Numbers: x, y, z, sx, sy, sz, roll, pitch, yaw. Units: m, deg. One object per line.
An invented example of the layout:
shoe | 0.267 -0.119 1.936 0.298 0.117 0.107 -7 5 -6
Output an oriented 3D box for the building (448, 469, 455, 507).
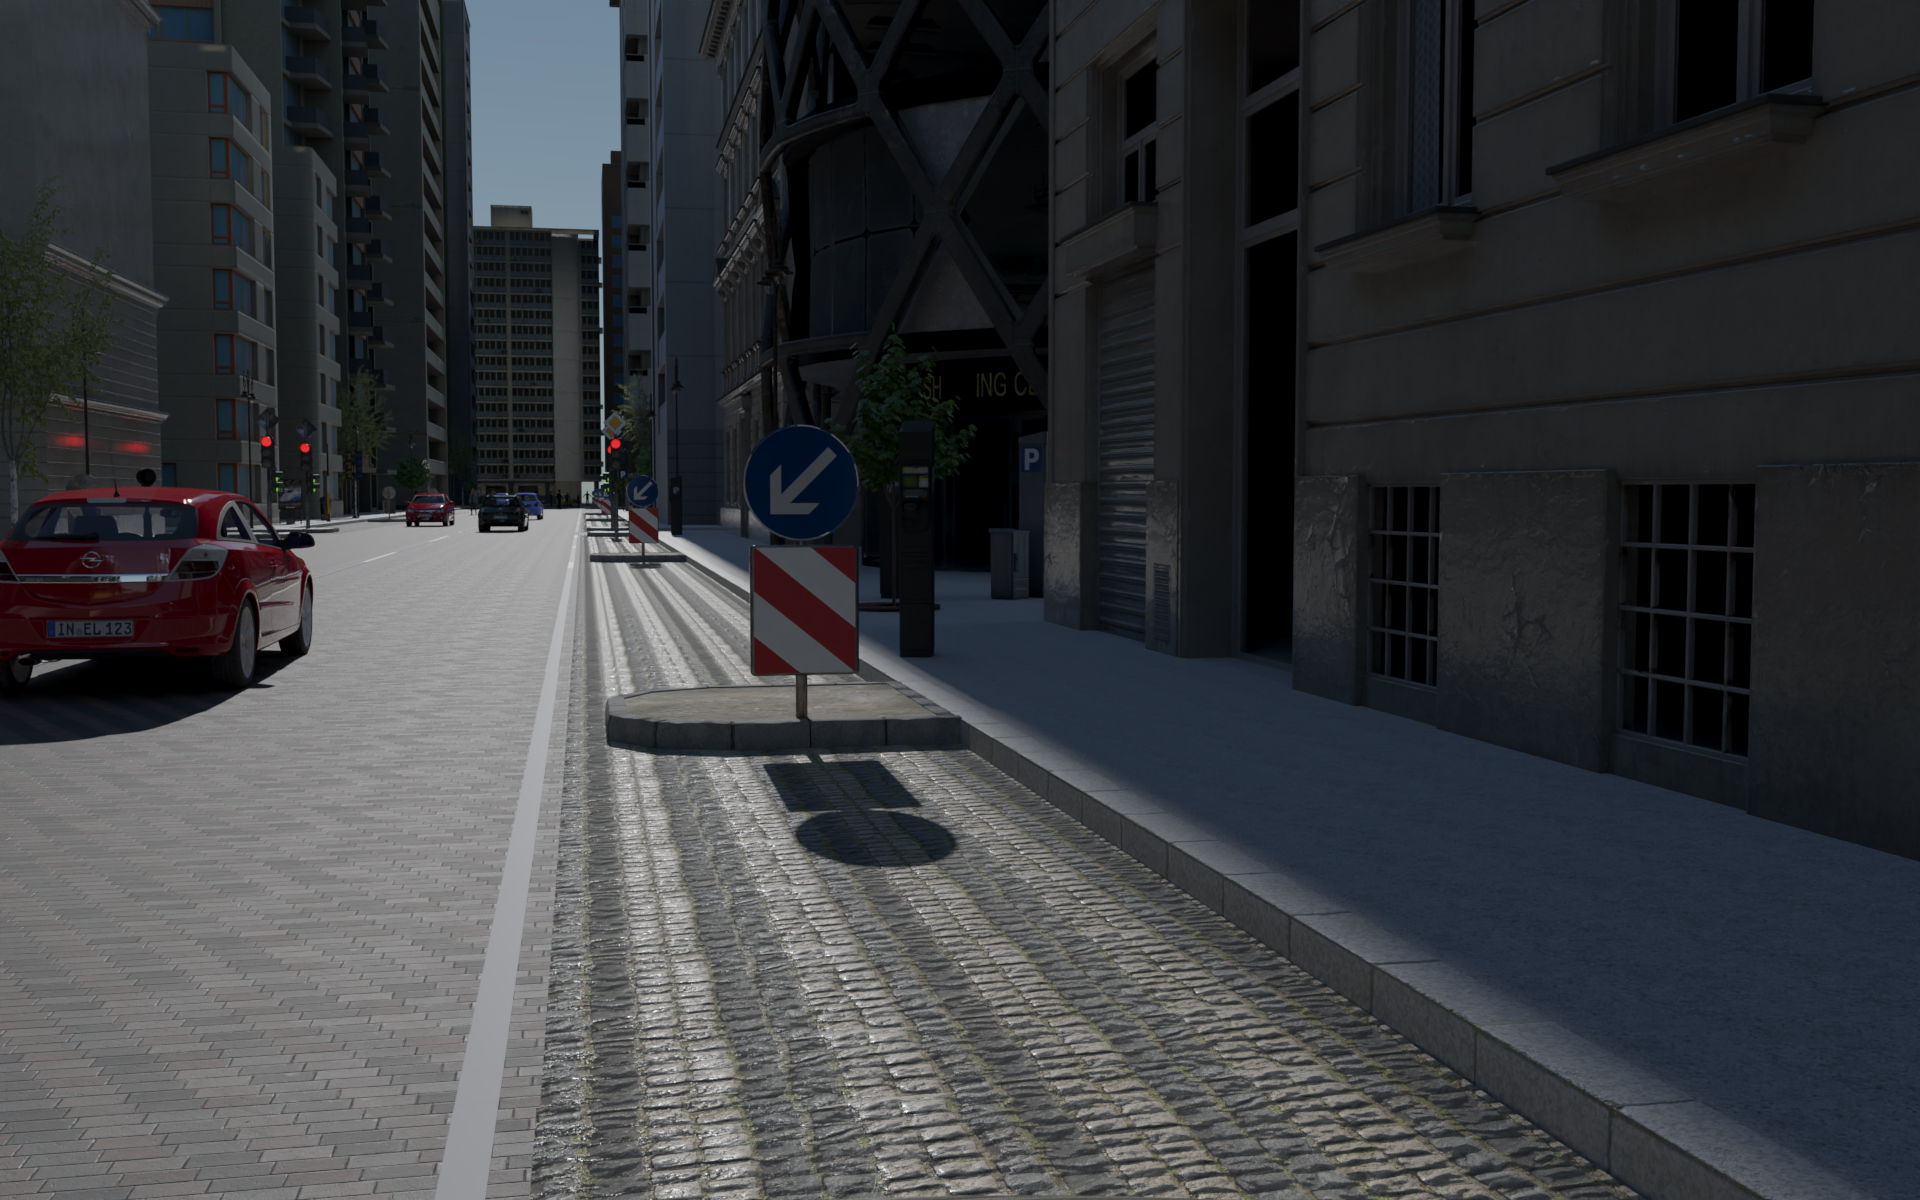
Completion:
building | -59.624 -44.432 164.720 20.563 71.187 20.611 -1 4 -12

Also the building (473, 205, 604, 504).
building | -60.850 -33.269 235.829 23.993 40.220 32.217 -1 4 -12

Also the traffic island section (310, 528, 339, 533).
traffic island section | -24.243 -2.573 64.352 2.009 0.180 2.903 -1 4 -12

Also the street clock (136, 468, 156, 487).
street clock | -22.867 -2.700 48.714 0.358 2.002 0.471 3 5 42

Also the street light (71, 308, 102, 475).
street light | -21.740 -4.300 43.098 0.468 5.910 1.993 -1 4 -12

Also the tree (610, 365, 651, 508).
tree | -17.866 -9.133 99.689 4.360 8.622 3.978 0 3 0

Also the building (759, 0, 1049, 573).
building | 4.526 -10.128 33.047 16.820 18.784 16.811 -1 4 -12

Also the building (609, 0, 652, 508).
building | -17.967 -35.117 163.399 28.713 52.752 27.495 -1 4 -12

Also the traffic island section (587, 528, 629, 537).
traffic island section | -11.657 -2.240 58.902 2.009 0.180 2.903 -1 4 -12

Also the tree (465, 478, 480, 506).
tree | -53.542 -11.908 189.295 1.663 3.219 1.824 0 3 0

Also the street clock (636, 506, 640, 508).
street clock | -19.552 -6.150 105.125 0.471 2.002 0.358 -3 5 -41

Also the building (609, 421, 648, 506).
building | -31.529 -46.928 205.516 20.563 71.187 20.611 -1 4 -12

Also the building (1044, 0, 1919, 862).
building | 10.962 -10.471 4.492 16.112 22.955 30.059 -1 4 -12

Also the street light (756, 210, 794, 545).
street light | -3.037 -3.407 28.500 0.468 5.910 1.993 -1 4 -12

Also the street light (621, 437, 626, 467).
street light | -26.939 -10.133 138.455 0.468 5.910 1.993 -1 4 -12

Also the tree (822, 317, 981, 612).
tree | -0.830 -1.498 19.100 1.663 3.219 1.824 0 3 0

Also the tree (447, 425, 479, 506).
tree | -53.093 -14.316 184.425 4.737 8.622 4.395 0 3 0

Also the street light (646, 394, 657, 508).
street light | -14.009 -6.477 78.682 0.468 5.910 1.993 -1 4 -12

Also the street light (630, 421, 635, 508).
street light | -20.503 -8.308 108.626 0.468 5.910 1.993 -1 4 -12

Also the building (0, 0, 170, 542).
building | -40.411 -13.819 45.018 34.723 24.649 14.460 -1 4 -12

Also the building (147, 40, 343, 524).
building | -44.550 -14.256 78.127 27.650 21.520 28.899 -1 4 -12

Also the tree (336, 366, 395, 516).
tree | -34.607 -9.100 99.153 4.737 8.622 4.395 0 3 0

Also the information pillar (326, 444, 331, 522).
information pillar | -29.220 -5.427 80.078 0.183 3.616 0.504 -1 4 -21

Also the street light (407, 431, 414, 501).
street light | -39.324 -9.259 124.165 0.468 5.910 1.993 -1 4 -12

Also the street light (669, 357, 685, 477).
street light | -9.526 -5.230 58.291 0.468 5.910 1.993 -1 4 -12

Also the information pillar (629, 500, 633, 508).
information pillar | -23.225 -7.203 122.268 0.304 2.012 0.304 0 4 -6

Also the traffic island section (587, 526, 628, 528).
traffic island section | -13.354 -2.717 66.706 2.009 0.180 2.903 -1 4 -12

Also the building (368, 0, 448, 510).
building | -55.086 -31.874 144.838 21.300 48.544 21.600 -1 4 -12

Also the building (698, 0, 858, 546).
building | -1.678 -11.395 50.937 10.561 19.102 19.286 -1 4 -12

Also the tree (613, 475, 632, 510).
tree | -28.447 -9.274 146.237 1.663 3.219 1.824 0 3 0

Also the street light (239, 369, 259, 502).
street light | -26.258 -5.581 64.031 0.468 5.910 1.993 -1 4 -12

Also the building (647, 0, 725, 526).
building | 0.659 -32.729 77.112 28.212 58.520 21.231 -1 4 -12

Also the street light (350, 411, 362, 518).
street light | -32.850 -7.436 94.370 0.468 5.910 1.993 -1 4 -12

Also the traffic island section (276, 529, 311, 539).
traffic island section | -22.546 -2.096 56.548 2.009 0.180 2.903 -1 4 -12

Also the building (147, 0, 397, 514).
building | -49.802 -28.093 113.951 22.147 44.769 28.867 -1 4 -12

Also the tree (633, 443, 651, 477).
tree | -16.239 -6.819 95.197 4.285 4.588 4.351 0 3 0

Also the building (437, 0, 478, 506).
building | -70.246 -40.092 197.495 28.212 58.520 21.231 -1 4 -12

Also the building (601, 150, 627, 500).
building | -40.057 -35.462 229.915 14.200 45.320 14.600 -1 4 -12
